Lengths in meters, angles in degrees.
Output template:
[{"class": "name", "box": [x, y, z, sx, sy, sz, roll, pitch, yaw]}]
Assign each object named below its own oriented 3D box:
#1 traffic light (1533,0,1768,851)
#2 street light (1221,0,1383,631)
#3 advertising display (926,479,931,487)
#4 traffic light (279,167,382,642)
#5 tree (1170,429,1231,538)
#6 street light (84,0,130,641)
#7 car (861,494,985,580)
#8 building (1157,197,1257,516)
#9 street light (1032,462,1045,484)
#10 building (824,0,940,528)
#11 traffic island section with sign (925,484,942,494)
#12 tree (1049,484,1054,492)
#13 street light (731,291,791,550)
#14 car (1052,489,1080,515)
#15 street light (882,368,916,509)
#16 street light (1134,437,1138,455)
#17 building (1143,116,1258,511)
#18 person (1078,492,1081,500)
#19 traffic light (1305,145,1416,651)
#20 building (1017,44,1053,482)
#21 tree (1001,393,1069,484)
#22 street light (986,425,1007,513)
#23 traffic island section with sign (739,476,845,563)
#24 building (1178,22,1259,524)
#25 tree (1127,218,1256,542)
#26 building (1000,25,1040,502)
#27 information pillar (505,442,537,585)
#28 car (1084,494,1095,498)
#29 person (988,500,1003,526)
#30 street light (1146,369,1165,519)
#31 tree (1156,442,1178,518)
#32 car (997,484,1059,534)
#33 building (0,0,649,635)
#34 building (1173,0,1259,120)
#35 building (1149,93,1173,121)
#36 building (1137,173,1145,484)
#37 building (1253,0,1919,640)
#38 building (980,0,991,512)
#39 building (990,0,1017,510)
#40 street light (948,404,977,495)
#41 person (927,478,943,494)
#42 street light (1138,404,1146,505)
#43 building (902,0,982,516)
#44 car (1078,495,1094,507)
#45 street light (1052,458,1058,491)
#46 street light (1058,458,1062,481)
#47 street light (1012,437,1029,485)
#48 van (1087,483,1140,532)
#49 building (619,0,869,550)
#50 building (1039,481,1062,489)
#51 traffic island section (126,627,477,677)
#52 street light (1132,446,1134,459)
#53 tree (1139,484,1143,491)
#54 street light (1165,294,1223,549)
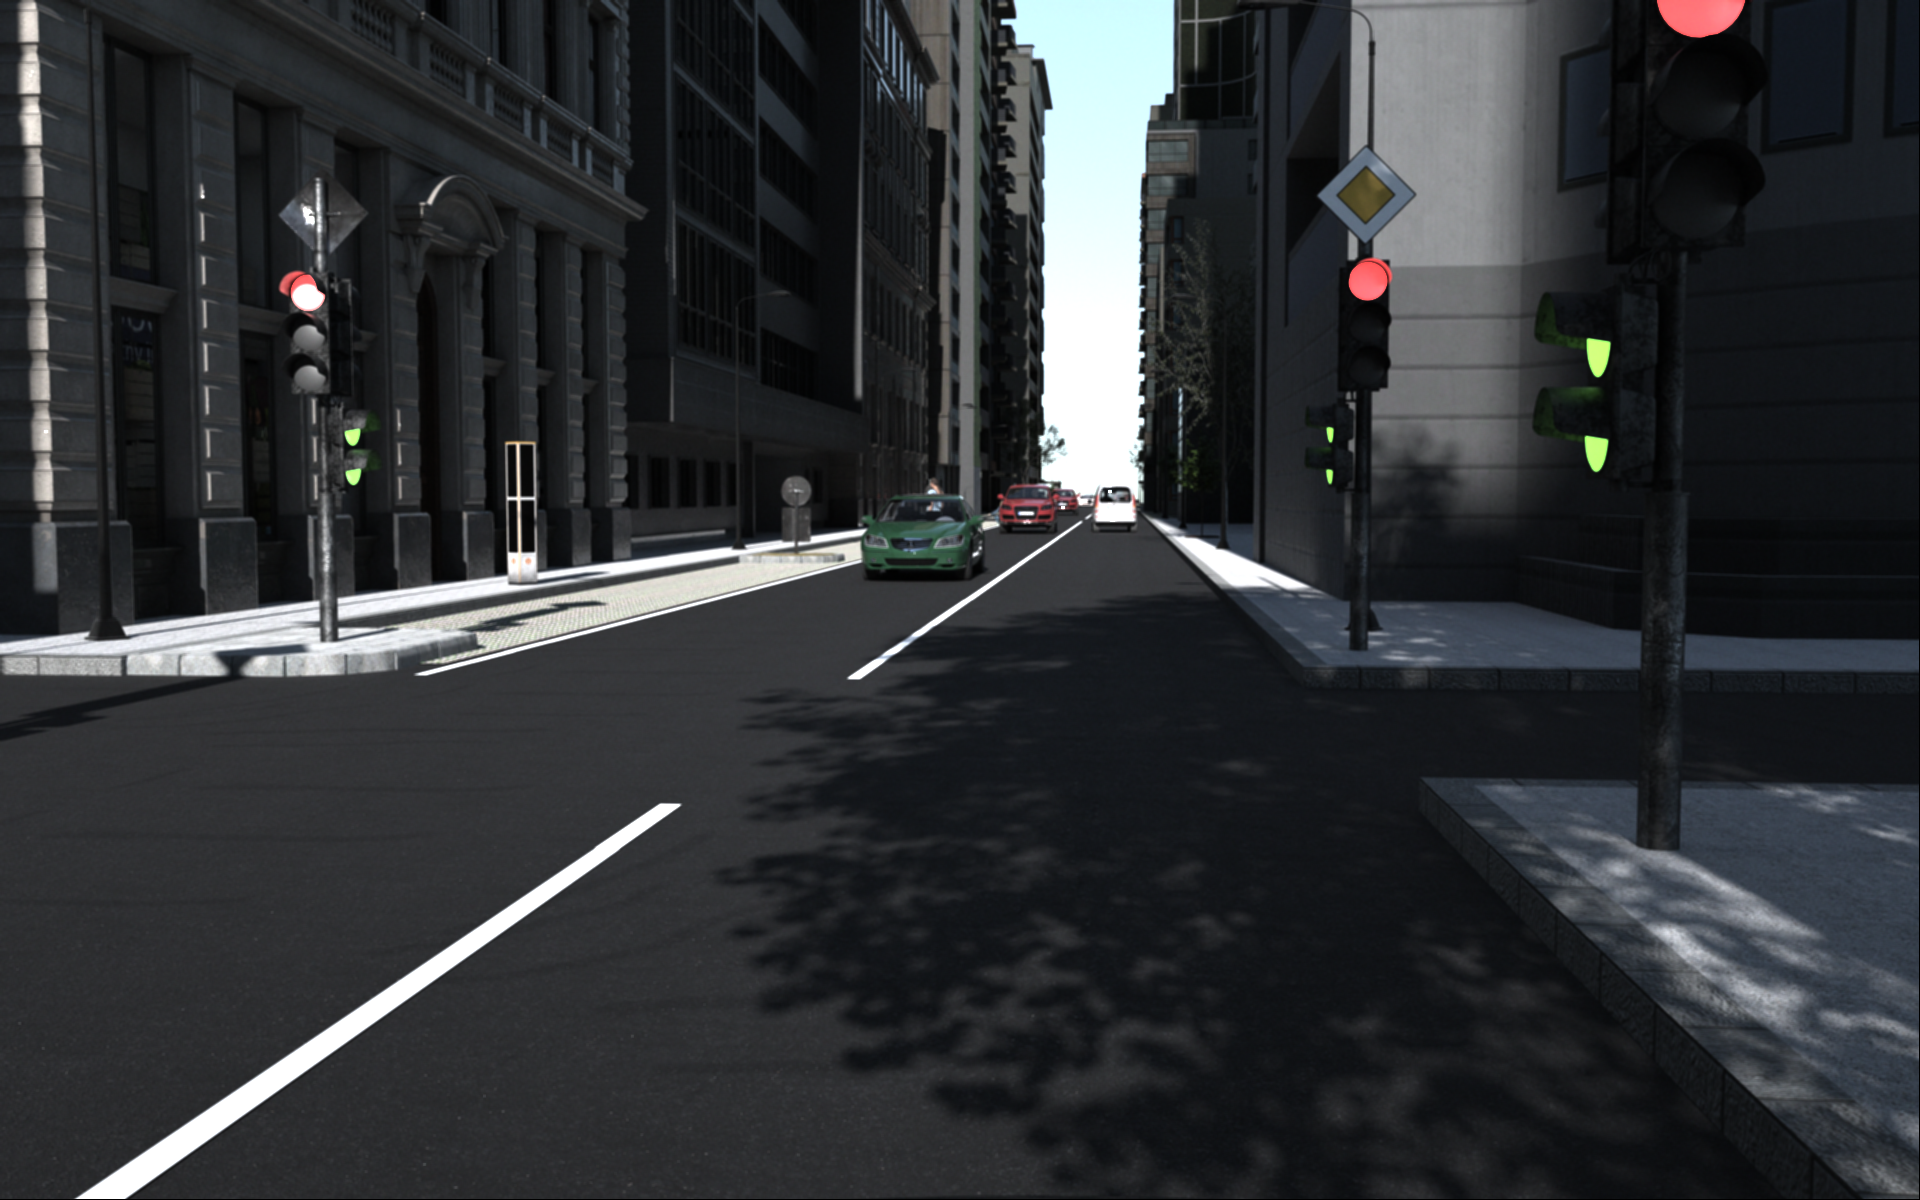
[{"class": "traffic light", "box": [2.520, -1.056, 6.186, 0.839, 4.253, 0.868, 0, 4, 5]}, {"class": "street light", "box": [3.277, -2.673, 16.243, 1.470, 5.913, 1.316, 0, 4, 5]}, {"class": "advertising display", "box": [-1.374, -4.333, 76.065, 0.123, 1.923, 0.974, 0, 4, 4]}, {"class": "traffic light", "box": [-5.464, -1.591, 14.930, 0.839, 4.253, 0.868, 0, 4, 5]}, {"class": "tree", "box": [7.149, -3.459, 51.161, 1.663, 3.219, 1.824, 0, 3, 0]}, {"class": "street light", "box": [-6.997, -2.601, 15.065, 1.470, 5.913, 1.316, 0, 4, 5]}, {"class": "car", "box": [-0.586, -1.132, 30.303, 2.131, 1.459, 4.920, 0, 4, 5]}, {"class": "building", "box": [27.246, -16.496, 114.750, 27.650, 21.520, 28.899, 0, 4, 5]}, {"class": "street light", "box": [7.872, -12.329, 174.123, 1.470, 5.913, 1.316, 0, 4, 5]}, {"class": "building", "box": [-8.349, -17.128, 77.300, 12.463, 27.353, 25.104, 0, 4, 5]}, {"class": "traffic island section with sign", "box": [-0.955, -3.375, 63.804, 1.989, 1.847, 2.006, 0, 4, 5]}, {"class": "tree", "box": [13.608, -15.582, 249.369, 1.663, 3.219, 1.824, 0, 3, 0]}, {"class": "street light", "box": [-4.572, -4.116, 39.833, 1.470, 5.913, 1.316, 0, 4, 5]}, {"class": "car", "box": [7.100, -6.752, 119.070, 2.281, 1.827, 5.304, 0, 4, 4]}, {"class": "street light", "box": [-2.317, -5.604, 64.164, 1.470, 5.913, 1.316, 0, 4, 5]}, {"class": "street light", "box": [12.655, -8.814, 116.650, 1.470, 5.913, 1.316, 0, 4, 5]}, {"class": "building", "box": [21.585, -22.315, 136.558, 14.160, 30.474, 14.107, 0, 4, 5]}, {"class": "person", "box": [17.047, -14.528, 246.697, 0.551, 1.740, 0.621, -3, 5, -42]}, {"class": "traffic light", "box": [3.261, -1.542, 14.136, 0.839, 4.253, 0.868, 0, 4, 5]}, {"class": "building", "box": [-3.635, -37.947, 209.666, 28.713, 52.752, 27.495, 0, 4, 5]}, {"class": "tree", "box": [5.990, -13.736, 158.989, 8.767, 10.594, 7.601, 1, 4, 9]}, {"class": "street light", "box": [2.472, -8.812, 116.621, 1.470, 5.913, 1.316, 0, 4, 5]}, {"class": "traffic island section with sign", "box": [-3.496, -1.711, 36.598, 1.989, 1.847, 2.006, 0, 4, 5]}, {"class": "building", "box": [20.452, -46.118, 66.693, 22.319, 86.520, 31.000, 0, 4, 5]}, {"class": "tree", "box": [6.959, -5.840, 45.851, 4.360, 8.622, 3.978, 0, 3, 0]}, {"class": "building", "box": [-2.694, -34.313, 184.719, 21.300, 48.544, 21.600, 0, 4, 5]}, {"class": "information pillar", "box": [-6.195, -1.222, 24.475, 0.304, 2.012, 0.304, 3, 5, 41]}, {"class": "car", "box": [16.702, -13.000, 224.349, 2.131, 1.459, 4.920, 0, 4, 5]}, {"class": "person", "box": [1.761, -3.949, 78.559, 1.012, 1.151, 0.738, -2, 4, -27]}, {"class": "street light", "box": [7.770, -5.619, 64.411, 1.470, 5.913, 1.316, 0, 4, 5]}, {"class": "tree", "box": [12.398, -6.820, 95.214, 4.285, 4.588, 4.351, 0, 3, 0]}, {"class": "car", "box": [2.567, -3.405, 64.347, 2.281, 1.827, 5.304, 0, 4, 5]}, {"class": "building", "box": [-12.099, -11.974, 24.652, 11.050, 23.489, 19.941, 0, 4, 5]}, {"class": "building", "box": [27.061, -43.667, 152.208, 20.563, 71.187, 20.611, 0, 4, 5]}, {"class": "building", "box": [33.019, -35.593, 205.647, 21.300, 48.544, 21.600, 0, 4, 5]}, {"class": "building", "box": [34.920, -35.245, 230.882, 22.147, 44.769, 28.867, 0, 4, 5]}, {"class": "building", "box": [18.951, -29.366, 22.138, 28.212, 58.520, 21.231, 0, 4, 5]}, {"class": "building", "box": [-9.374, -30.075, 115.424, 21.300, 48.544, 21.600, 0, 4, 5]}, {"class": "building", "box": [-6.856, -29.732, 140.746, 22.147, 44.769, 28.867, 0, 4, 5]}, {"class": "street light", "box": [0.222, -7.278, 91.540, 1.470, 5.913, 1.316, 0, 4, 5]}, {"class": "person", "box": [-0.543, -1.936, 40.240, 0.616, 1.811, 0.778, -3, 4, -38]}, {"class": "street light", "box": [10.311, -7.293, 91.784, 1.470, 5.913, 1.316, 0, 4, 5]}, {"class": "building", "box": [-6.346, -25.293, 97.128, 14.154, 41.232, 14.086, 0, 4, 5]}, {"class": "car", "box": [14.294, -11.204, 195.548, 2.083, 1.381, 4.827, 0, 4, 5]}, {"class": "street light", "box": [10.191, -13.810, 198.329, 1.470, 5.913, 1.316, 0, 4, 5]}, {"class": "street light", "box": [12.381, -15.283, 222.418, 1.470, 5.913, 1.316, 0, 4, 5]}, {"class": "street light", "box": [4.788, -10.285, 140.698, 1.470, 5.913, 1.316, 0, 4, 5]}, {"class": "van", "box": [5.878, -3.618, 66.160, 2.013, 2.044, 4.112, 0, 4, 3]}, {"class": "building", "box": [-11.783, -14.127, 50.051, 14.314, 24.678, 30.058, 0, 4, 5]}, {"class": "building", "box": [-2.393, -33.264, 235.740, 32.217, 40.220, 23.993, 0, 4, 5]}, {"class": "traffic island section", "box": [-5.503, 0.441, 15.069, 2.009, 0.180, 2.903, 0, 4, 5]}, {"class": "street light", "box": [14.994, -10.310, 141.113, 1.470, 5.913, 1.316, 0, 4, 5]}, {"class": "tree", "box": [19.147, -11.103, 176.138, 1.663, 3.219, 1.824, 0, 3, 0]}, {"class": "street light", "box": [5.604, -4.145, 40.320, 1.470, 5.913, 1.316, 0, 4, 5]}]
